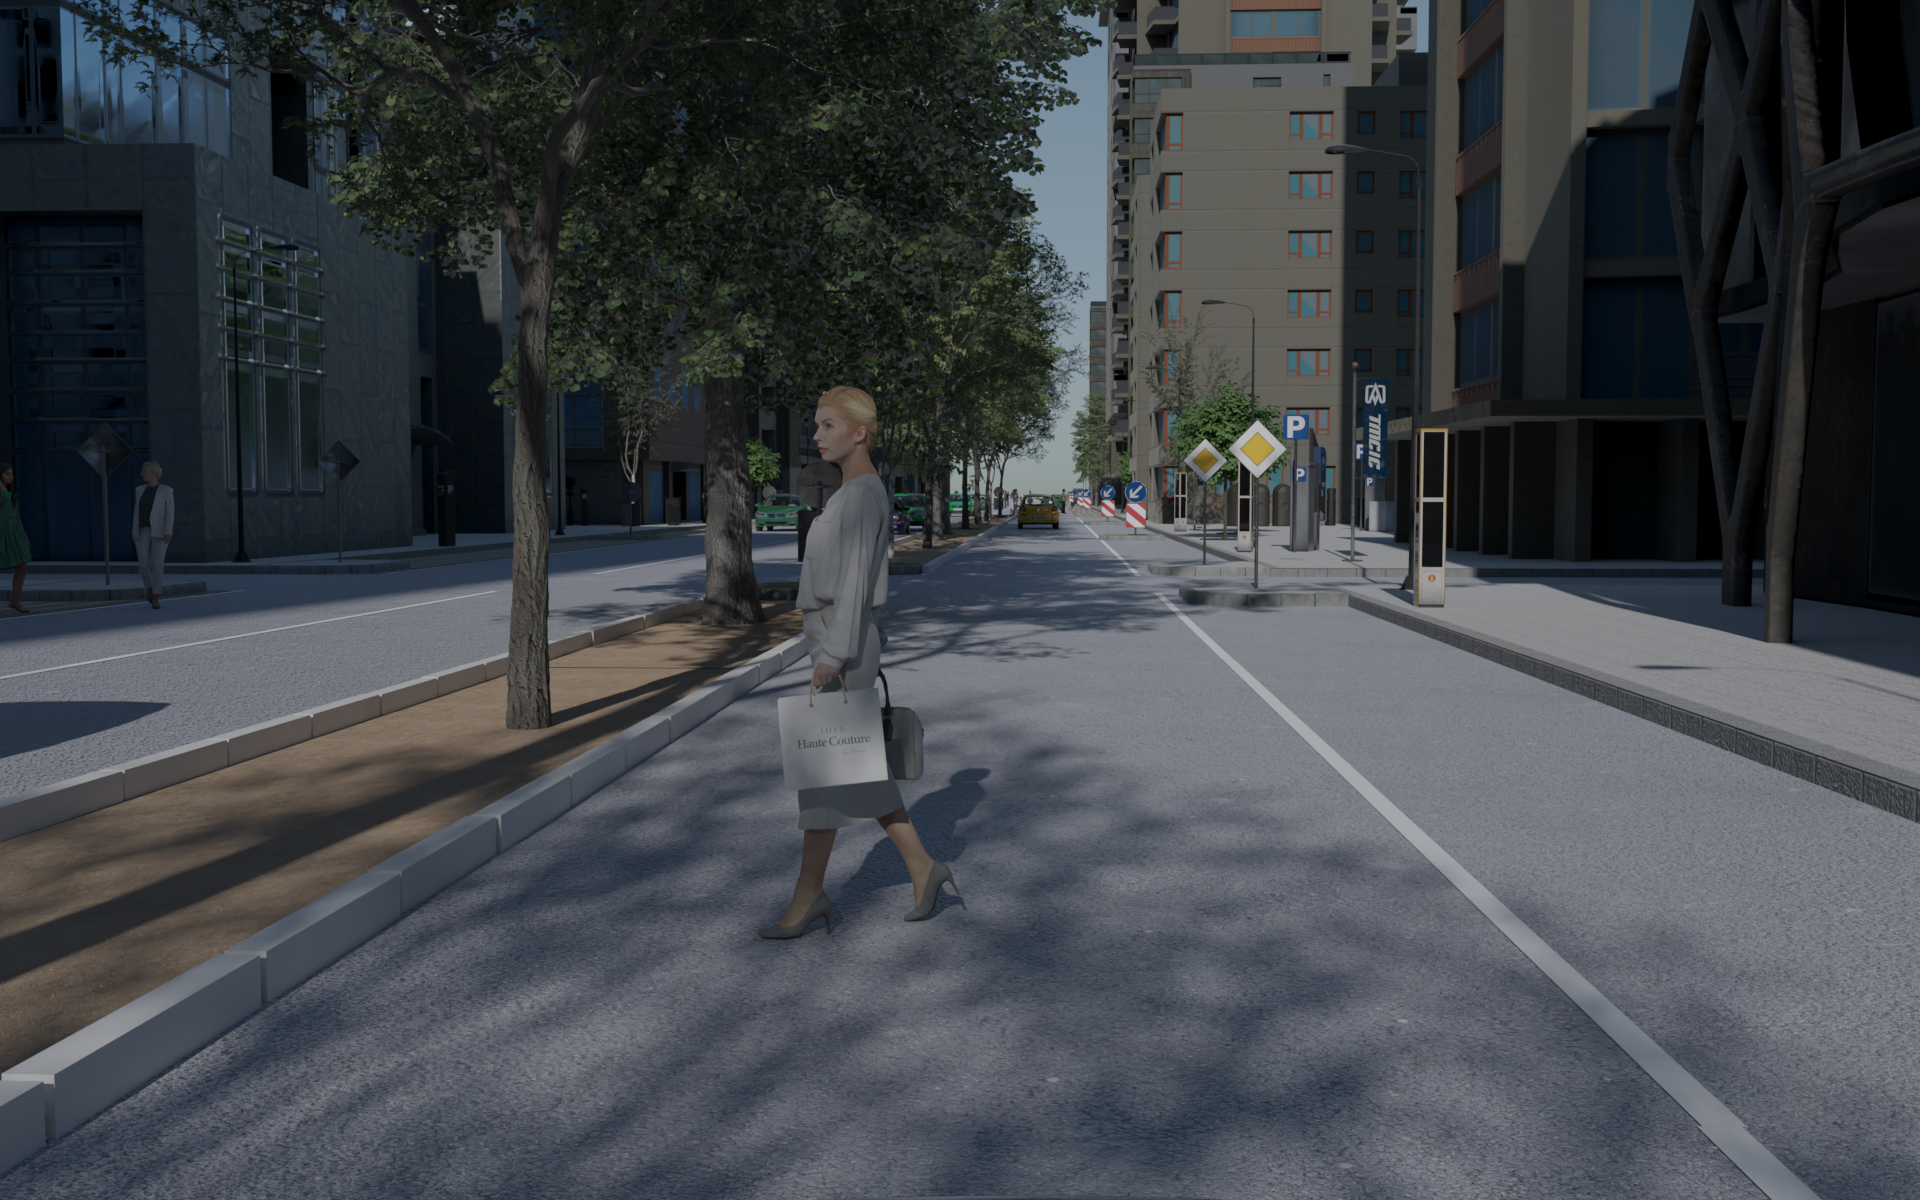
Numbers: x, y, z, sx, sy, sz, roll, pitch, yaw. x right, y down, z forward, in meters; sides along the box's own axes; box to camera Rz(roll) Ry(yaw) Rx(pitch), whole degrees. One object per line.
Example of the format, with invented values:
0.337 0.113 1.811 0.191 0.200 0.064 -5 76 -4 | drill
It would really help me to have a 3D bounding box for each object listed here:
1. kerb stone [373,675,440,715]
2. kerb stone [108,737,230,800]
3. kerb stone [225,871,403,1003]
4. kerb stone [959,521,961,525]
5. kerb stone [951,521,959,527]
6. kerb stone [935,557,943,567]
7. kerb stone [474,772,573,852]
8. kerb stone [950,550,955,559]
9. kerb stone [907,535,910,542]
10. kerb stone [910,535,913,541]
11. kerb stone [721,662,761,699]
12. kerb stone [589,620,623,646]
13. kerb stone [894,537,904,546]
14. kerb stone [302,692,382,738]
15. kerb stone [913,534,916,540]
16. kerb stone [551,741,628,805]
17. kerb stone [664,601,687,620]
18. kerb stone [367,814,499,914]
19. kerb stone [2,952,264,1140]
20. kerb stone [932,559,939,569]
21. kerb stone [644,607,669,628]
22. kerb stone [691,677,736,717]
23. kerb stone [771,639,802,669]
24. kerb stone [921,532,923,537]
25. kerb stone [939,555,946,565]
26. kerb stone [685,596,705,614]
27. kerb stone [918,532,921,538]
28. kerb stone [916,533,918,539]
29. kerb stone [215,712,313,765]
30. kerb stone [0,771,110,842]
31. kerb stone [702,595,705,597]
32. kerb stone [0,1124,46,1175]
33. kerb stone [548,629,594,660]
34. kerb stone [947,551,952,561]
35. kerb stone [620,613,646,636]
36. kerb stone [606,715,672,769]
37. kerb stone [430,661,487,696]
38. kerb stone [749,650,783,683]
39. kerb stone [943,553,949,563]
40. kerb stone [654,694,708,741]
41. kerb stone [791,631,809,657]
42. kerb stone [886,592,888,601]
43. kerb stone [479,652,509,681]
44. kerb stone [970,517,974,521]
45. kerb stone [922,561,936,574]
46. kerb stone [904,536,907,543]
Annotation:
-3.744 0.650 11.618 0.120 0.150 1.000 0 4 3 | kerb stone
-3.913 0.835 8.549 0.120 0.150 1.000 0 4 3 | kerb stone
-1.982 1.031 5.371 0.120 0.150 1.000 0 4 3 | kerb stone
-0.161 -3.456 78.702 0.120 0.150 1.000 0 4 3 | kerb stone
-0.226 -3.394 77.682 0.120 0.150 1.000 0 4 3 | kerb stone
-0.478 -0.693 33.522 0.120 0.150 1.000 0 4 3 | kerb stone
-1.866 0.904 7.420 0.120 0.150 1.000 0 4 3 | kerb stone
-0.248 -0.938 37.607 0.120 0.150 1.000 0 4 3 | kerb stone
-1.645 -1.762 51.055 0.120 0.150 1.000 0 4 3 | kerb stone
-1.593 -1.827 52.076 0.120 0.150 1.000 0 4 3 | kerb stone
-1.603 0.592 12.538 0.120 0.150 1.000 0 4 3 | kerb stone
-3.468 0.334 16.731 0.120 0.150 1.000 0 4 3 | kerb stone
-1.752 -1.640 49.014 0.120 0.150 1.000 0 4 3 | kerb stone
-3.803 0.709 10.597 0.120 0.150 1.000 0 4 3 | kerb stone
-1.531 -1.890 53.096 0.120 0.150 1.000 0 4 3 | kerb stone
-1.814 0.845 8.446 0.120 0.150 1.000 0 4 3 | kerb stone
-3.318 0.146 19.803 0.120 0.150 1.000 0 4 3 | kerb stone
-1.934 0.967 6.399 0.120 0.150 1.000 0 4 3 | kerb stone
-2.039 1.095 4.340 0.120 0.150 1.000 0 4 3 | kerb stone
-0.533 -0.630 32.499 0.120 0.150 1.000 0 4 3 | kerb stone
-3.356 0.209 18.777 0.120 0.150 1.000 0 4 3 | kerb stone
-1.655 0.656 11.513 0.120 0.150 1.000 0 4 3 | kerb stone
-1.483 0.466 14.585 0.120 0.150 1.000 0 4 3 | kerb stone
-1.372 -2.077 56.177 0.120 0.150 1.000 0 4 3 | kerb stone
-0.429 -0.755 34.543 0.120 0.150 1.000 0 4 3 | kerb stone
-3.262 0.093 20.825 0.120 0.150 1.000 0 4 3 | kerb stone
-1.418 -2.015 55.148 0.120 0.150 1.000 0 4 3 | kerb stone
-1.485 -1.952 54.117 0.120 0.150 1.000 0 4 3 | kerb stone
-3.860 0.772 9.569 0.120 0.150 1.000 0 4 3 | kerb stone
-3.963 0.897 7.528 0.120 0.150 1.000 0 4 3 | kerb stone
-3.204 0.021 21.852 0.120 0.150 1.000 0 4 3 | kerb stone
-2.098 1.161 3.311 0.120 0.150 1.000 0 4 3 | kerb stone
-3.540 0.399 15.711 0.120 0.150 1.000 0 4 3 | kerb stone
-0.310 -0.880 36.586 0.120 0.150 1.000 0 4 3 | kerb stone
-3.419 0.273 17.757 0.120 0.150 1.000 0 4 3 | kerb stone
-1.761 0.781 9.467 0.120 0.150 1.000 0 4 3 | kerb stone
-3.691 0.585 12.638 0.120 0.150 1.000 0 4 3 | kerb stone
-1.543 0.529 13.562 0.120 0.150 1.000 0 4 3 | kerb stone
-0.367 -0.815 35.566 0.120 0.150 1.000 0 4 3 | kerb stone
-1.702 0.717 10.492 0.120 0.150 1.000 0 4 3 | kerb stone
-1.428 0.403 15.605 0.120 0.150 1.000 0 4 3 | kerb stone
-1.050 -0.030 22.770 0.120 0.150 1.000 0 4 3 | kerb stone
-3.638 0.525 13.669 0.120 0.150 1.000 0 4 3 | kerb stone
0.709 -4.457 95.069 0.120 0.150 1.000 0 4 3 | kerb stone
-0.585 -0.565 31.479 0.120 0.150 1.000 0 4 3 | kerb stone
-1.695 -1.703 50.034 0.120 0.150 1.000 0 4 3 | kerb stone
